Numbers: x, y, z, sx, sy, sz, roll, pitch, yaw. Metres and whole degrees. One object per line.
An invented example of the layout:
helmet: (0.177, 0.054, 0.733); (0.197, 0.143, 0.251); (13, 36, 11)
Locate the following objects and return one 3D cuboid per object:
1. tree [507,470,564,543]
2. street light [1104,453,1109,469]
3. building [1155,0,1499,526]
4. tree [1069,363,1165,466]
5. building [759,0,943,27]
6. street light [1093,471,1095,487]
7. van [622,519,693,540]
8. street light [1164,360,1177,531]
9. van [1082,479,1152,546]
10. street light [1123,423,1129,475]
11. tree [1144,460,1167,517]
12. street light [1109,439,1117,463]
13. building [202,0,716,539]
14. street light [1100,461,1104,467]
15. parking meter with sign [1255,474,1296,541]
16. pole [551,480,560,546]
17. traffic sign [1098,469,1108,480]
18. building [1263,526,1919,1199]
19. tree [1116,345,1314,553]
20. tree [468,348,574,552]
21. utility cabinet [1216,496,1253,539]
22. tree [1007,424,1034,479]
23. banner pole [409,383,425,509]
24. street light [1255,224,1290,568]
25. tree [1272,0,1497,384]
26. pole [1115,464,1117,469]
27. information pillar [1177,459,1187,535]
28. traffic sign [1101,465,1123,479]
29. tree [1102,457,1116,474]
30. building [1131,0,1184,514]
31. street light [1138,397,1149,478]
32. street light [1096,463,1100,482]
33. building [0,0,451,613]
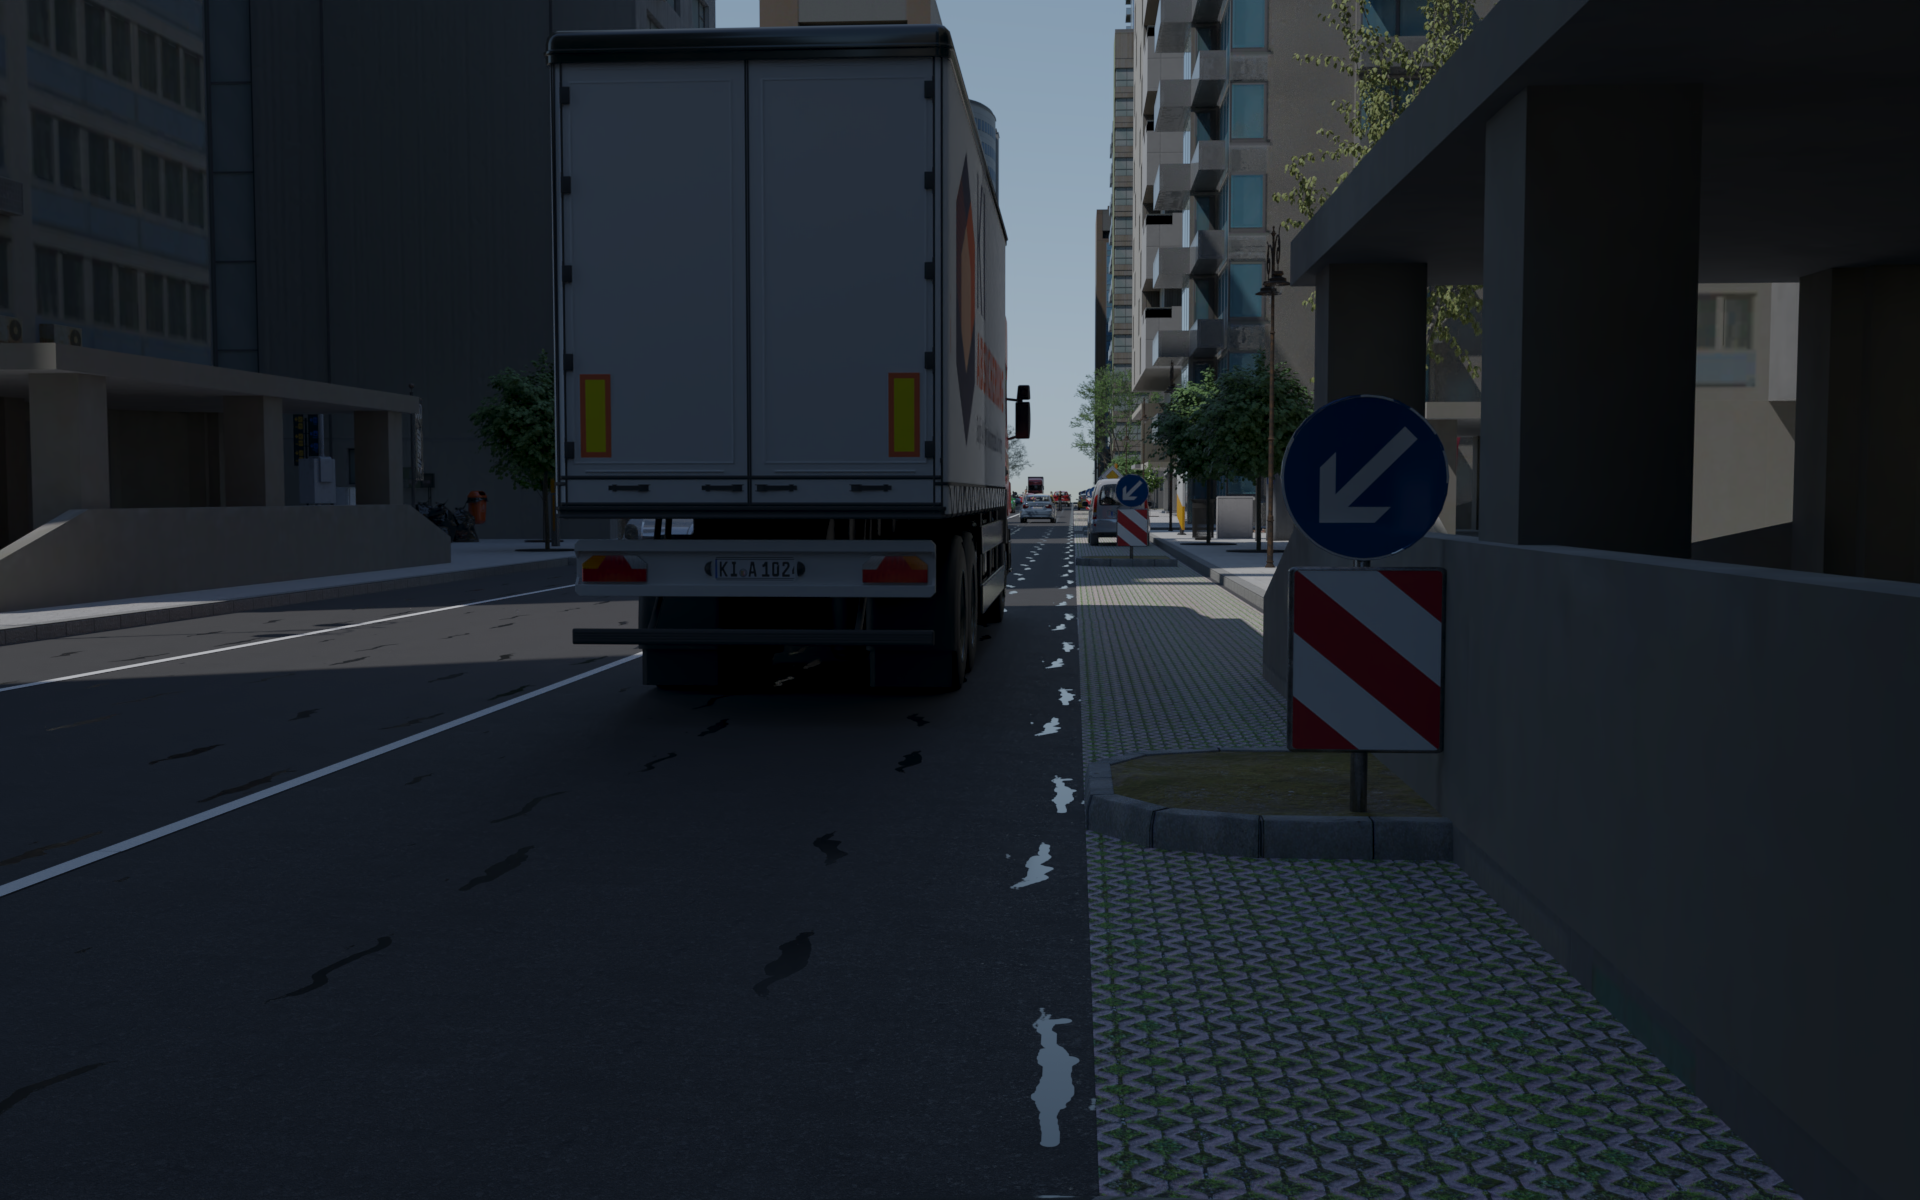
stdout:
tree: (-11.154, -3.163, 46.321); (1.663, 3.219, 1.824); (0, 3, 0)
street light: (13.760, -11.423, 159.546); (0.468, 5.910, 1.993); (0, 4, 4)
building: (23.884, -27.910, 75.938); (30.456, 49.044, 23.786); (0, 4, 4)
tree: (12.364, -12.861, 136.026); (9.928, 11.665, 9.643); (0, 3, 0)
building: (-8.842, -30.630, 150.910); (14.600, 45.320, 14.200); (0, 4, 4)
street light: (19.175, -16.427, 241.365); (0.468, 5.910, 1.993); (0, 4, 4)
van: (-4.670, -1.421, 30.247); (2.013, 2.044, 4.112); (0, 4, 5)
street light: (7.273, -5.312, 59.643); (0.468, 5.910, 1.993); (0, 4, 4)
van: (4.467, -2.570, 49.027); (2.013, 2.044, 4.112); (0, 4, 3)
street light: (10.816, -8.555, 112.664); (0.468, 5.910, 1.993); (0, 4, 4)
tree: (10.607, -6.303, 97.658); (1.663, 3.219, 1.824); (0, 3, 0)
street light: (12.693, -10.368, 142.305); (0.468, 5.910, 1.993); (0, 4, 4)
building: (-15.455, -22.722, 55.093); (14.086, 41.232, 14.154); (0, 4, 4)
street light: (15.821, -13.235, 189.176); (0.468, 5.910, 1.993); (0, 4, 4)
parking meter with sign: (8.802, -3.131, 47.457); (1.738, 3.016, 0.543); (-2, 4, -27)
pole: (-9.918, -2.969, 42.389); (0.158, 3.312, 0.155); (0, 3, 0)
traffic sign: (5.813, -3.945, 68.141); (0.795, 2.450, 0.064); (0, 4, 4)
building: (17.977, -19.107, 4.284); (32.217, 40.220, 23.993); (0, 4, 4)
tree: (6.579, -3.345, 38.398); (4.285, 4.588, 4.351); (0, 3, 0)
tree: (-9.372, -3.389, 39.123); (4.285, 4.588, 4.351); (0, 3, 0)
utility cabinet: (7.923, -2.373, 49.961); (1.020, 1.237, 0.306); (0, 4, -1)
tree: (7.723, -23.896, 301.061); (12.009, 13.543, 11.850); (0, 3, 0)
banner pole: (-12.368, -3.023, 39.444); (0.401, 3.779, 0.863); (0, 4, 4)
street light: (5.401, -3.499, 30.001); (0.468, 5.910, 1.993); (0, 4, 4)
tree: (5.945, -4.425, 22.719); (4.737, 8.622, 4.395); (0, 3, 0)
pole: (10.461, -7.486, 116.239); (0.158, 3.312, 0.155); (0, 3, 0)
information pillar: (6.933, -3.848, 54.271); (0.183, 3.616, 0.504); (-1, 4, -14)
traffic sign: (5.292, -3.458, 60.173); (0.795, 2.450, 0.064); (0, 4, 4)
tree: (6.230, -3.675, 43.800); (4.285, 4.588, 4.351); (0, 3, 0)
building: (24.943, -31.871, 110.333); (28.713, 52.752, 27.495); (0, 4, 4)
street light: (8.770, -6.721, 82.674); (0.468, 5.910, 1.993); (0, 4, 4)
street light: (17.669, -15.056, 218.957); (0.468, 5.910, 1.993); (0, 4, 4)
building: (-26.016, -20.387, 25.211); (32.217, 40.220, 23.993); (0, 4, 4)
